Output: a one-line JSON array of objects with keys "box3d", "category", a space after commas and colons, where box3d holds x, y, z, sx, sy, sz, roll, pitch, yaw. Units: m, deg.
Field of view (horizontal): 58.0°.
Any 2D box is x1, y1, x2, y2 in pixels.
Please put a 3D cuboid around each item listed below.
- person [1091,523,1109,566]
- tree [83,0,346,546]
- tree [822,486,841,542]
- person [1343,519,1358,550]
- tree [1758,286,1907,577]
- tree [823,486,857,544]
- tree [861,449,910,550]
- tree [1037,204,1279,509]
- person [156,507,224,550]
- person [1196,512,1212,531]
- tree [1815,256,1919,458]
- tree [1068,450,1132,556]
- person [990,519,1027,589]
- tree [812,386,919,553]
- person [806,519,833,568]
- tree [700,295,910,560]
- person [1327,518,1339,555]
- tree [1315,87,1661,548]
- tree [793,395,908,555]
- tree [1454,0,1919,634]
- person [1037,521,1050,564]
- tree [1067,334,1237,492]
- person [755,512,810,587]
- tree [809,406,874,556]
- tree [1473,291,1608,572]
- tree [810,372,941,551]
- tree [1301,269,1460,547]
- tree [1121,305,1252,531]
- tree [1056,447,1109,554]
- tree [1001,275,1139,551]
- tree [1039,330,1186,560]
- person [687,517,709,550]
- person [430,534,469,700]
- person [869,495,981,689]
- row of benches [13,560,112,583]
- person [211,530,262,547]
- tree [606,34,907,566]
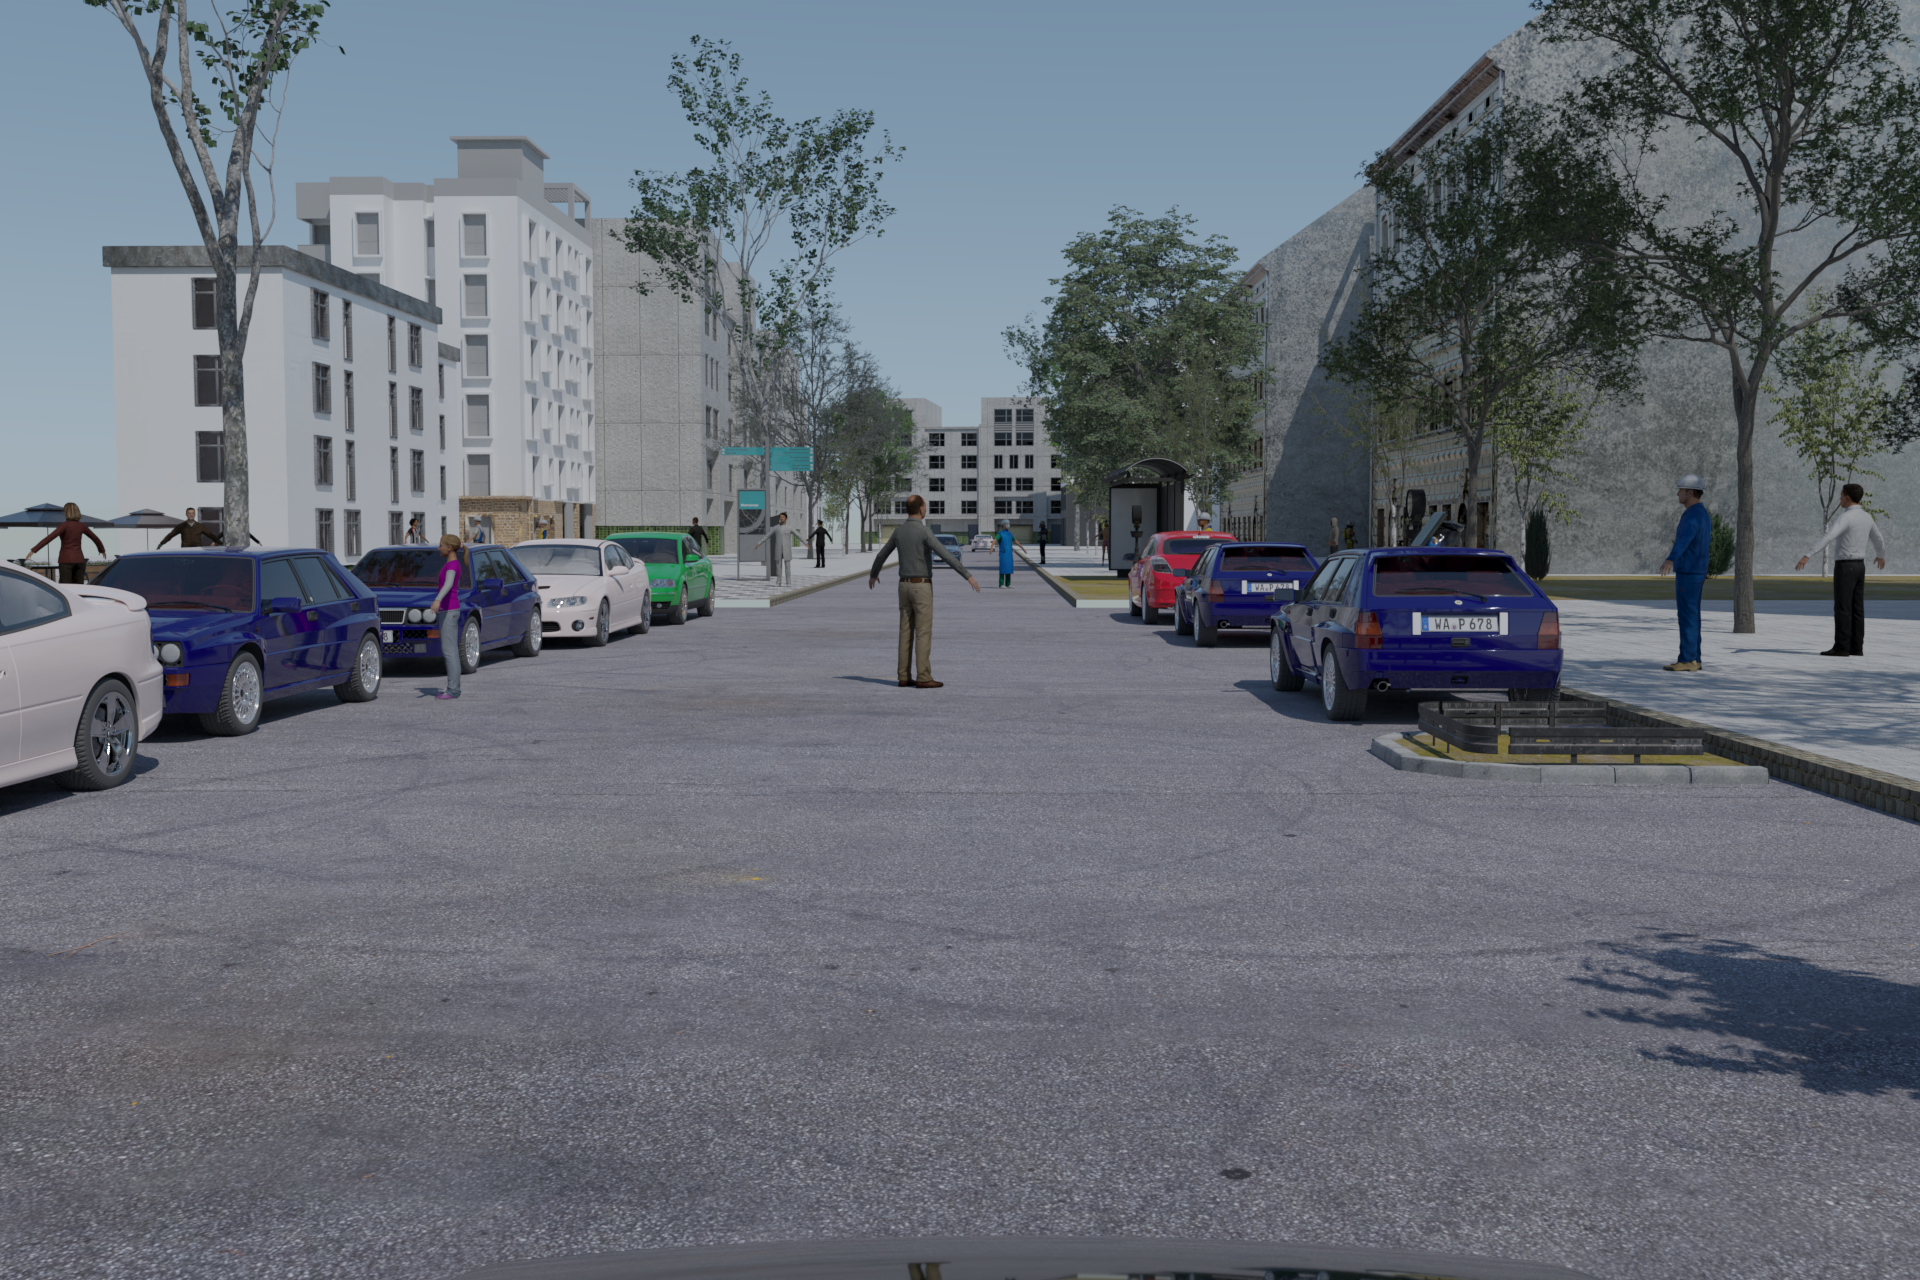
[{"box3d": [5.839, -3.812, 69.126, 1.217, 1.733, 0.721, 0, 4, 7], "category": "person"}, {"box3d": [-12.911, -10.444, 26.645, 12.611, 20.169, 13.585, 0, 3, 0], "category": "tree"}, {"box3d": [-17.369, -17.232, 232.109, 4.737, 8.622, 4.395, 0, 3, 0], "category": "tree"}, {"box3d": [15.209, -3.770, 67.405, 0.705, 1.858, 1.354, 0, 4, -2], "category": "person"}, {"box3d": [25.596, -6.151, 50.931, 4.737, 8.622, 4.395, 0, 3, 0], "category": "tree"}, {"box3d": [-15.817, -16.979, 227.965, 4.737, 8.622, 4.395, 0, 3, 0], "category": "tree"}, {"box3d": [-6.501, -11.531, 138.895, 4.360, 8.622, 3.978, 0, 3, 0], "category": "tree"}, {"box3d": [7.383, -9.740, 65.897, 9.857, 13.997, 8.962, 0, 3, 0], "category": "tree"}, {"box3d": [-15.166, -1.716, 34.202, 1.346, 1.812, 0.704, -2, 4, -30], "category": "person"}, {"box3d": [4.498, -1.448, 32.105, 0.705, 1.833, 1.349, 0, 4, -5], "category": "person"}, {"box3d": [25.564, -6.573, 41.879, 8.767, 10.594, 7.601, -2, 4, -24], "category": "tree"}, {"box3d": [7.931, -9.334, 102.973, 4.360, 8.622, 3.978, 0, 3, 0], "category": "tree"}, {"box3d": [1.219, -2.256, 45.474, 1.347, 1.817, 0.704, -3, 5, -44], "category": "person"}, {"box3d": [-6.567, -11.802, 118.722, 9.928, 11.665, 9.643, 0, 3, 0], "category": "tree"}, {"box3d": [-5.294, -3.637, 65.393, 1.347, 1.837, 0.705, -3, 5, -44], "category": "person"}, {"box3d": [-7.529, -10.840, 87.601, 12.009, 13.543, 11.850, 0, 3, 0], "category": "tree"}, {"box3d": [12.132, -3.070, 56.324, 0.705, 1.813, 1.348, 0, 4, 3], "category": "person"}, {"box3d": [10.857, -6.191, 35.635, 7.601, 10.594, 8.767, -1, 4, -22], "category": "tree"}, {"box3d": [-6.813, -10.639, 108.354, 7.601, 10.594, 8.767, -1, 4, -16], "category": "tree"}, {"box3d": [9.816, -5.360, 22.048, 7.601, 10.594, 8.767, -1, 4, -14], "category": "tree"}, {"box3d": [3.478, -4.143, 73.511, 0.705, 1.856, 1.354, 0, 4, -6], "category": "person"}, {"box3d": [8.358, -8.772, 77.837, 8.767, 10.594, 7.601, 0, 4, 6], "category": "tree"}, {"box3d": [-4.277, -2.181, 41.849, 1.347, 1.806, 0.705, 0, 4, 7], "category": "person"}, {"box3d": [-6.635, -9.112, 99.336, 4.360, 8.622, 3.978, 0, 3, 0], "category": "tree"}, {"box3d": [17.005, -6.211, 51.909, 4.737, 8.622, 4.395, 0, 3, 0], "category": "tree"}, {"box3d": [-6.595, -13.374, 129.039, 12.009, 13.543, 11.850, 0, 3, 0], "category": "tree"}, {"box3d": [12.054, -5.925, 47.241, 4.360, 8.622, 3.978, 0, 3, 0], "category": "tree"}, {"box3d": [7.839, -6.402, 55.032, 4.360, 8.622, 3.978, 0, 3, 0], "category": "tree"}, {"box3d": [8.209, -9.857, 111.522, 4.737, 8.622, 4.395, 0, 3, 0], "category": "tree"}, {"box3d": [9.177, -16.642, 127.992, 12.611, 20.169, 13.585, 0, 3, 0], "category": "tree"}, {"box3d": [7.706, -9.799, 85.966, 9.928, 11.665, 9.643, 0, 3, 0], "category": "tree"}, {"box3d": [-8.144, -2.876, 53.245, 0.704, 1.802, 1.346, 2, 4, 35], "category": "person"}, {"box3d": [-4.500, -0.204, 15.061, 0.599, 1.433, 0.991, -1, 4, -11], "category": "person"}, {"box3d": [-0.394, -0.456, 16.176, 1.348, 1.796, 0.705, 3, 5, 40], "category": "person"}, {"box3d": [-21.969, -1.562, 41.006, 4.104, 0.672, 1.422, -1, 4, -15], "category": "row of benches"}, {"box3d": [-19.541, -2.482, 46.767, 1.347, 1.806, 0.705, -3, 4, -36], "category": "person"}, {"box3d": [-9.183, -13.017, 68.712, 12.611, 20.169, 13.585, 0, 3, 0], "category": "tree"}]
